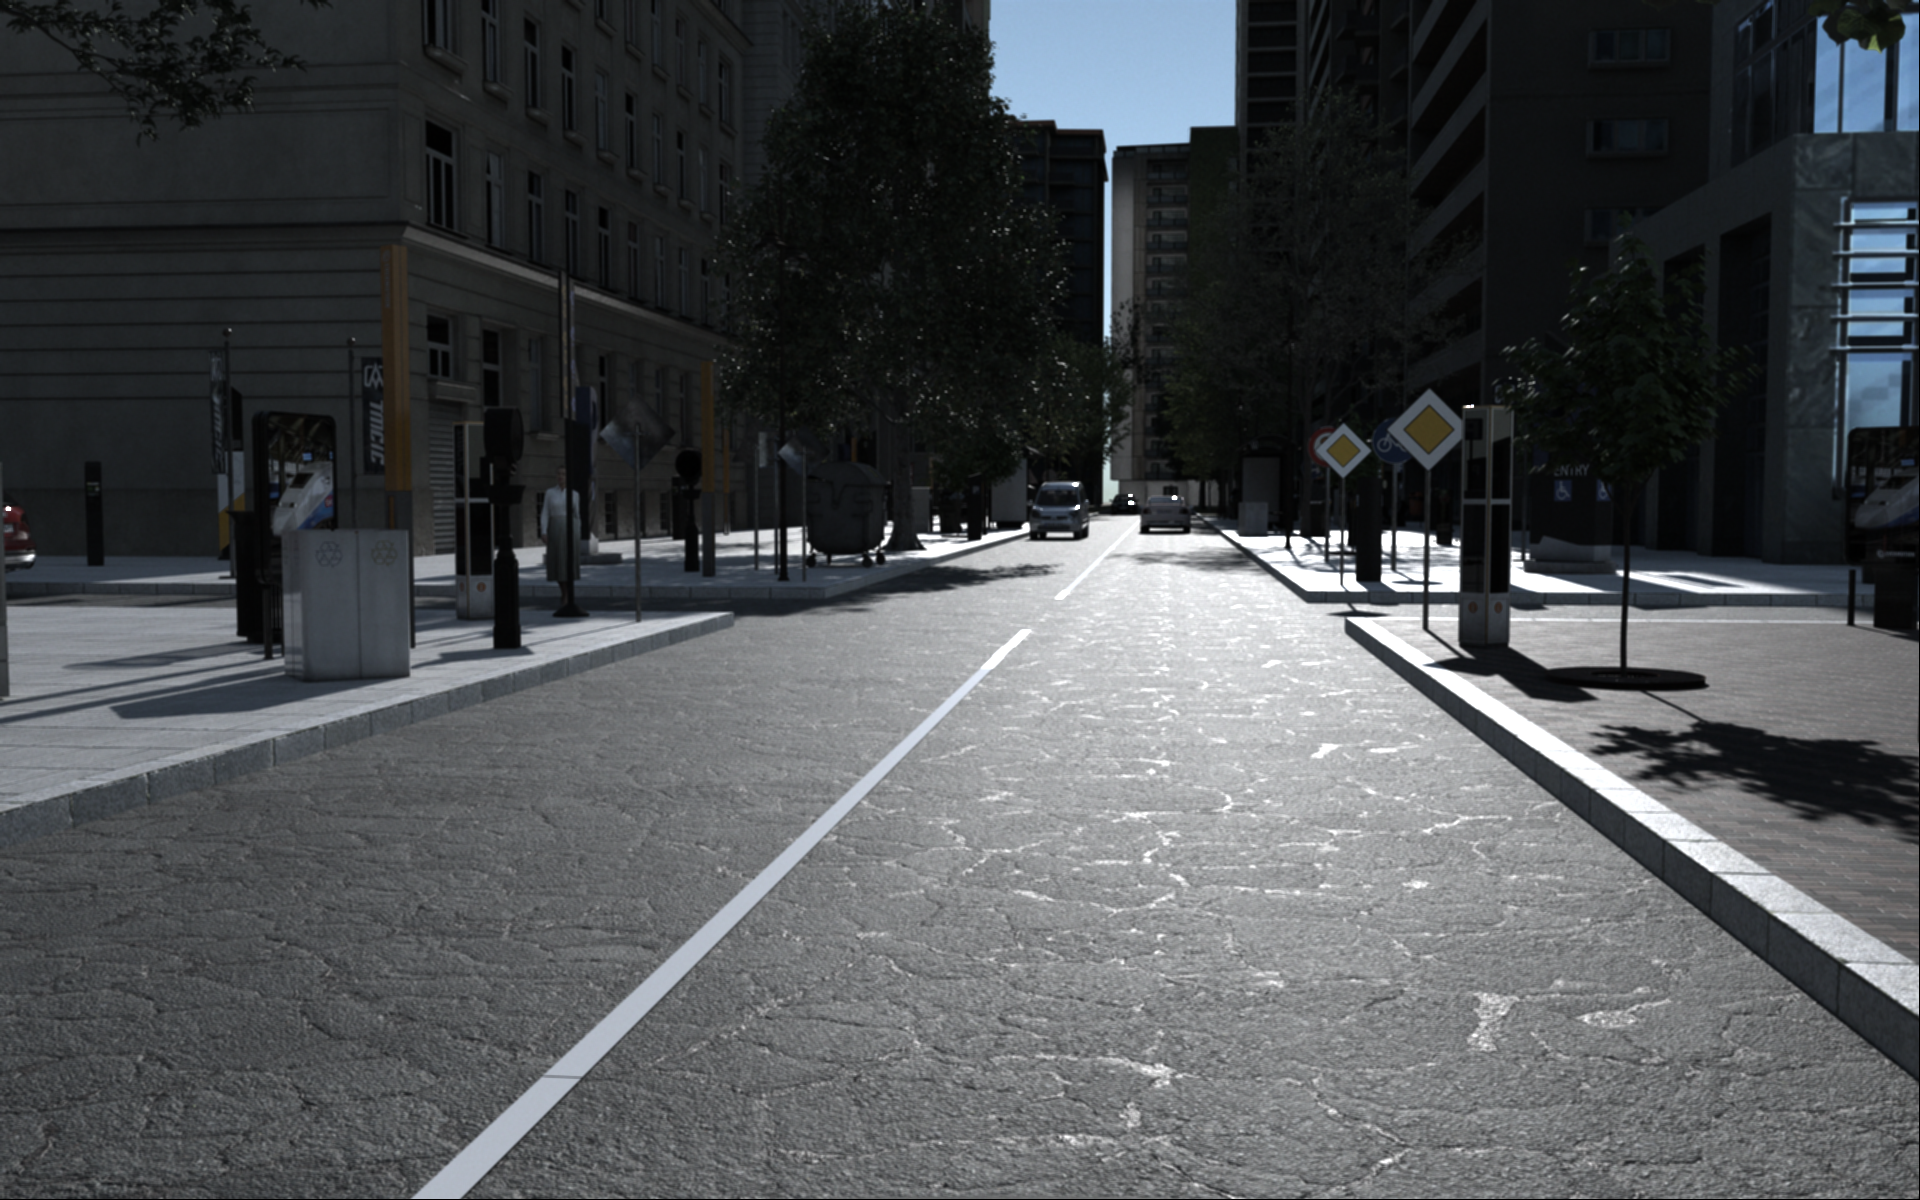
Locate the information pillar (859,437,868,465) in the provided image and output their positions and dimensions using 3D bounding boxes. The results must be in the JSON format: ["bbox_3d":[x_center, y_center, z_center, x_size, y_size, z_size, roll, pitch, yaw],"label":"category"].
[{"bbox_3d":[-3.465,-4.337,62.267,0.183,3.616,0.504,2,4,32],"label":"information pillar"}]

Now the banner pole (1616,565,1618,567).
[{"bbox_3d":[11.610,-2.469,30.378,0.863,3.779,0.401,3,5,40],"label":"banner pole"}]

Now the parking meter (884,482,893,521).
[{"bbox_3d":[-3.397,-4.685,82.308,0.399,1.863,0.255,3,4,37],"label":"parking meter"}]

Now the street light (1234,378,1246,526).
[{"bbox_3d":[11.158,-5.889,69.070,0.468,5.910,1.993,0,4,7],"label":"street light"}]

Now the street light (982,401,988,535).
[{"bbox_3d":[0.776,-4.970,54.045,0.468,5.910,1.993,0,4,7],"label":"street light"}]

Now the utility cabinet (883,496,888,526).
[{"bbox_3d":[-3.345,-3.575,69.605,0.306,1.237,1.020,-3,5,-42],"label":"utility cabinet"}]

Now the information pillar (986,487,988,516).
[{"bbox_3d":[1.394,-5.827,99.768,0.304,2.012,0.304,3,4,37],"label":"information pillar"}]

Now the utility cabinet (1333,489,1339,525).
[{"bbox_3d":[15.603,-3.829,71.291,0.318,1.500,1.173,1,4,21],"label":"utility cabinet"}]

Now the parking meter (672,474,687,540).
[{"bbox_3d":[-7.878,-2.622,48.579,0.255,1.863,0.399,2,4,28],"label":"parking meter"}]

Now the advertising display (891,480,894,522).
[{"bbox_3d":[-2.913,-4.499,78.766,0.123,1.923,0.974,1,4,18],"label":"advertising display"}]

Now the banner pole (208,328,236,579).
[{"bbox_3d":[-11.236,-2.226,26.413,0.863,3.779,0.401,3,5,43],"label":"banner pole"}]

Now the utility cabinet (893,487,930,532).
[{"bbox_3d":[-1.599,-2.965,57.162,1.173,1.500,0.318,0,4,6],"label":"utility cabinet"}]

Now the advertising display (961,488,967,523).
[{"bbox_3d":[0.200,-4.430,77.645,0.974,1.923,0.123,0,4,-5],"label":"advertising display"}]

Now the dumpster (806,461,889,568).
[{"bbox_3d":[-2.033,-1.531,30.797,1.264,1.857,1.865,0,4,7],"label":"dumpster"}]

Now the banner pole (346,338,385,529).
[{"bbox_3d":[-9.530,-2.315,27.871,0.863,3.779,0.401,0,4,-4],"label":"banner pole"}]

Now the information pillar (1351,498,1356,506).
[{"bbox_3d":[13.333,-4.120,58.709,0.183,3.616,0.504,0,4,3],"label":"information pillar"}]

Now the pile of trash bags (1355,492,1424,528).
[{"bbox_3d":[16.820,-3.539,67.610,1.912,1.369,3.447,-2,4,-29],"label":"pile of trash bags"}]

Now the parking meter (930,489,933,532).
[{"bbox_3d":[-1.102,-3.074,58.670,0.372,1.533,0.369,0,3,0],"label":"parking meter"}]

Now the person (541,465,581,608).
[{"bbox_3d":[-5.017,-0.804,21.876,0.478,1.798,0.641,0,4,-1],"label":"person"}]

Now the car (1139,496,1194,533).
[{"bbox_3d":[7.771,-3.238,65.298,2.083,1.381,4.827,0,4,8],"label":"car"}]

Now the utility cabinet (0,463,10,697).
[{"bbox_3d":[-6.477,-0.112,10.511,1.173,1.500,0.318,-3,4,-37],"label":"utility cabinet"}]

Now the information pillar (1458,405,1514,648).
[{"bbox_3d":[4.408,-0.613,14.516,0.304,2.012,0.304,-2,4,-33],"label":"information pillar"}]

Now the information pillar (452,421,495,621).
[{"bbox_3d":[-4.958,-0.806,17.678,0.304,2.012,0.304,-3,5,-40],"label":"information pillar"}]

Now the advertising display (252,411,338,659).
[{"bbox_3d":[-5.290,-0.527,13.835,0.123,1.923,0.974,1,4,12],"label":"advertising display"}]

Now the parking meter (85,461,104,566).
[{"bbox_3d":[-15.454,-1.542,30.919,0.255,1.863,0.399,-2,4,-24],"label":"parking meter"}]

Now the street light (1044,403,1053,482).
[{"bbox_3d":[4.155,-6.690,82.176,0.468,5.910,1.993,0,4,7],"label":"street light"}]

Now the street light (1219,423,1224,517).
[{"bbox_3d":[14.750,-7.647,97.813,0.468,5.910,1.993,0,4,7],"label":"street light"}]

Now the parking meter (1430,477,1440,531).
[{"bbox_3d":[16.621,-3.367,60.756,0.255,1.863,0.399,-1,4,-17],"label":"parking meter"}]

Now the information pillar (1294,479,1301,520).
[{"bbox_3d":[16.904,-5.048,87.028,0.304,2.012,0.304,-1,4,-19],"label":"information pillar"}]

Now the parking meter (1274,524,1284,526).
[{"bbox_3d":[12.530,-3.808,67.973,0.399,1.863,0.255,0,4,-1],"label":"parking meter"}]

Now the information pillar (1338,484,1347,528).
[{"bbox_3d":[14.567,-3.755,65.892,0.304,2.012,0.304,1,4,17],"label":"information pillar"}]

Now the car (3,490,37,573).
[{"bbox_3d":[-15.467,-0.913,23.605,5.304,1.827,2.281,0,4,5],"label":"car"}]

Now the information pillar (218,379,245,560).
[{"bbox_3d":[-14.183,-2.587,33.645,0.504,3.616,0.183,-1,4,-14],"label":"information pillar"}]

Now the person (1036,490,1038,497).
[{"bbox_3d":[8.163,-10.576,181.517,0.705,1.812,1.348,-1,4,-10],"label":"person"}]

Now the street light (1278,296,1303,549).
[{"bbox_3d":[7.734,-4.152,40.671,0.468,5.910,1.993,0,4,7],"label":"street light"}]

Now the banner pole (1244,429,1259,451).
[{"bbox_3d":[11.154,-4.687,66.652,0.863,3.779,0.401,3,5,43],"label":"banner pole"}]

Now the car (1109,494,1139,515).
[{"bbox_3d":[11.289,-6.676,118.938,2.009,1.686,4.222,0,4,8],"label":"car"}]

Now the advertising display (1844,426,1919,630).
[{"bbox_3d":[8.942,-0.690,16.502,0.123,1.923,0.974,-2,4,-35],"label":"advertising display"}]

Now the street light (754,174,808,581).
[{"bbox_3d":[-2.611,-3.221,25.453,0.468,5.910,1.993,0,4,7],"label":"street light"}]

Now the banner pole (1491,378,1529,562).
[{"bbox_3d":[10.525,-2.628,32.990,0.863,3.779,0.401,2,4,25],"label":"banner pole"}]

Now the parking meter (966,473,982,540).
[{"bbox_3d":[0.390,-2.607,48.337,0.399,1.863,0.255,-1,4,-18],"label":"parking meter"}]

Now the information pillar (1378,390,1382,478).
[{"bbox_3d":[9.391,-2.902,38.796,0.183,3.616,0.504,1,4,12],"label":"information pillar"}]
